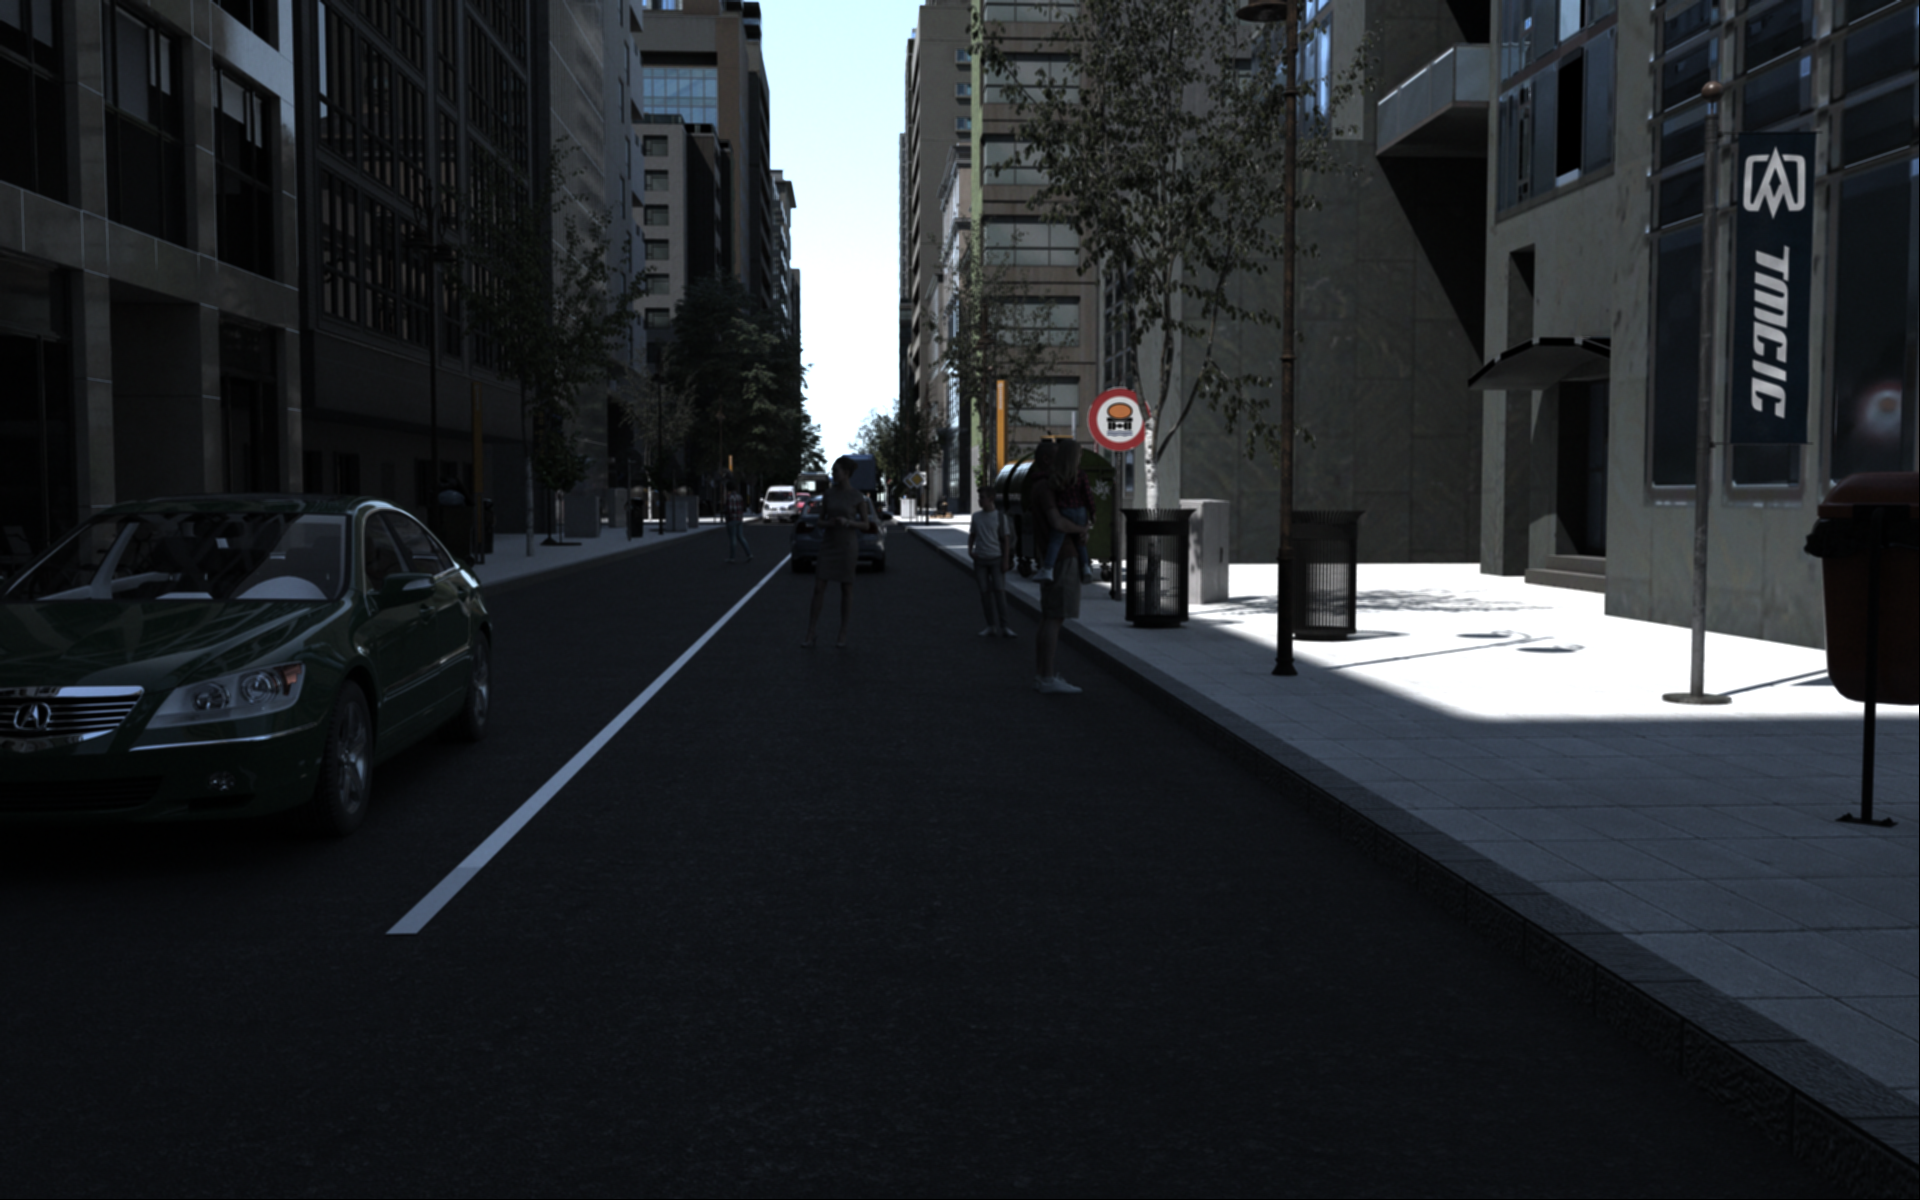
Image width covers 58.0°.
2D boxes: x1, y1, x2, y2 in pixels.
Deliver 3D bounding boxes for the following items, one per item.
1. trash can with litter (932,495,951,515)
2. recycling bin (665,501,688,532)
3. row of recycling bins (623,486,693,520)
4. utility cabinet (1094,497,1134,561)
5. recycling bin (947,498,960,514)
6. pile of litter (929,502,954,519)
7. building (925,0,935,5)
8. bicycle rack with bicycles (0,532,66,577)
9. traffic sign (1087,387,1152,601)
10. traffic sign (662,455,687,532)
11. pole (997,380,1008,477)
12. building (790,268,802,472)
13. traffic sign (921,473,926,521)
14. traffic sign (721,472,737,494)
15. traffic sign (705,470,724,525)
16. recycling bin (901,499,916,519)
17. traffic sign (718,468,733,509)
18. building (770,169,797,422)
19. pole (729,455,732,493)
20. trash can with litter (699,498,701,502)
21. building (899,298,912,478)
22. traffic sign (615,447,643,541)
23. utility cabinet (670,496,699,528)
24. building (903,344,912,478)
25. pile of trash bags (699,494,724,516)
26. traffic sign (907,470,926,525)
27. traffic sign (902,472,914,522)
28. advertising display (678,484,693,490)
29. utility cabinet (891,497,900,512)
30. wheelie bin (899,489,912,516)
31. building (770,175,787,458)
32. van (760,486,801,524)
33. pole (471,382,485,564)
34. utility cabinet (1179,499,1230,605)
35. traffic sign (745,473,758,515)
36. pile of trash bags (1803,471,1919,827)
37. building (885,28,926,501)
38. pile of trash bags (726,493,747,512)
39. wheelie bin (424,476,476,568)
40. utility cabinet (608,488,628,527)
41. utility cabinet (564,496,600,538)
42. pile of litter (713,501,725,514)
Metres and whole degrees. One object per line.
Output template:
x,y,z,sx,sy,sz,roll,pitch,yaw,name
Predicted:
-0.891,-5.724,104.646,1.678,1.210,2.233,-1,4,-8,trash can with litter
-9.615,-2.825,58.749,0.722,1.027,0.722,0,4,-6,recycling bin
-15.124,-4.932,87.750,3.534,1.692,1.069,-3,5,-43,row of recycling bins
2.979,-1.374,33.635,0.306,1.237,1.020,3,4,37,utility cabinet
-0.418,-6.120,112.611,0.722,1.027,0.722,1,4,10,recycling bin
-0.849,-4.722,91.165,1.719,0.858,1.176,1,4,20,pile of litter
4.664,-45.841,187.749,20.563,71.187,20.611,0,4,-4,building
-7.726,-0.201,16.670,2.925,0.926,2.852,2,4,31,bicycle rack with bicycles
1.903,-1.261,20.729,0.768,2.556,0.104,0,4,1,traffic sign
-9.616,-3.557,58.166,0.884,2.594,0.081,0,4,4,traffic sign
0.764,-2.281,31.132,0.158,3.312,0.155,0,3,0,pole
-35.168,-37.985,304.651,14.154,41.232,14.086,0,4,-4,building
-1.787,-4.821,80.949,0.606,2.300,0.079,0,4,0,traffic sign
-10.542,-4.605,78.935,0.795,2.450,0.064,0,4,-4,traffic sign
-10.050,-4.118,70.965,0.795,2.450,0.064,0,4,-4,traffic sign
-2.686,-4.758,90.349,0.722,1.027,0.722,0,4,6,recycling bin
-11.424,-5.147,84.261,0.768,2.556,0.104,0,4,-2,traffic sign
-41.294,-42.424,282.871,28.713,52.752,27.495,0,4,-4,building
-12.099,-5.969,91.435,0.158,3.312,0.155,0,3,0,pole
-17.756,-6.368,115.502,0.624,1.170,1.055,2,4,26,trash can with litter
-2.010,-29.573,255.220,14.160,30.474,14.107,0,4,-4,building
-9.019,-2.880,47.195,0.768,2.556,0.104,0,4,1,traffic sign
-10.408,-3.322,65.469,1.020,1.237,0.306,0,4,4,utility cabinet
7.187,-22.577,214.175,27.650,21.520,28.899,0,4,-4,building
-15.848,-5.566,100.753,3.447,1.369,1.912,2,4,29,pile of trash bags
-1.771,-4.147,71.453,0.795,2.450,0.064,0,4,-4,traffic sign
-2.262,-4.635,79.423,0.795,2.450,0.064,0,4,-4,traffic sign
-17.699,-6.519,111.803,0.974,1.923,0.123,1,4,12,advertising display
-4.311,-6.763,121.734,1.020,1.237,0.306,1,4,14,utility cabinet
-3.074,-5.538,98.450,0.693,1.594,0.980,-1,4,-19,wheelie bin
-36.902,-38.810,254.152,23.786,49.044,30.456,0,4,-4,building
-8.835,-4.800,85.490,2.013,2.044,4.112,0,4,-3,van
-8.797,-2.309,31.588,0.158,3.312,0.155,0,3,0,pole
2.908,-0.572,20.517,0.306,1.237,1.020,2,4,26,utility cabinet
-12.834,-6.517,106.661,0.768,2.556,0.104,0,4,0,traffic sign
4.735,0.233,5.948,3.447,1.369,1.912,3,5,42,pile of trash bags
-1.557,-60.228,297.406,22.319,86.520,31.000,0,4,-4,building
-15.953,-6.784,120.668,1.912,1.369,3.447,0,4,4,pile of trash bags
-8.731,-1.331,29.670,0.693,1.594,0.980,-3,5,-42,wheelie bin
-13.080,-3.523,66.285,0.318,1.500,1.173,1,4,12,utility cabinet
-11.148,-2.442,51.080,1.020,1.237,0.306,1,4,14,utility cabinet
-15.157,-5.854,109.685,1.719,0.858,1.176,0,4,6,pile of litter
